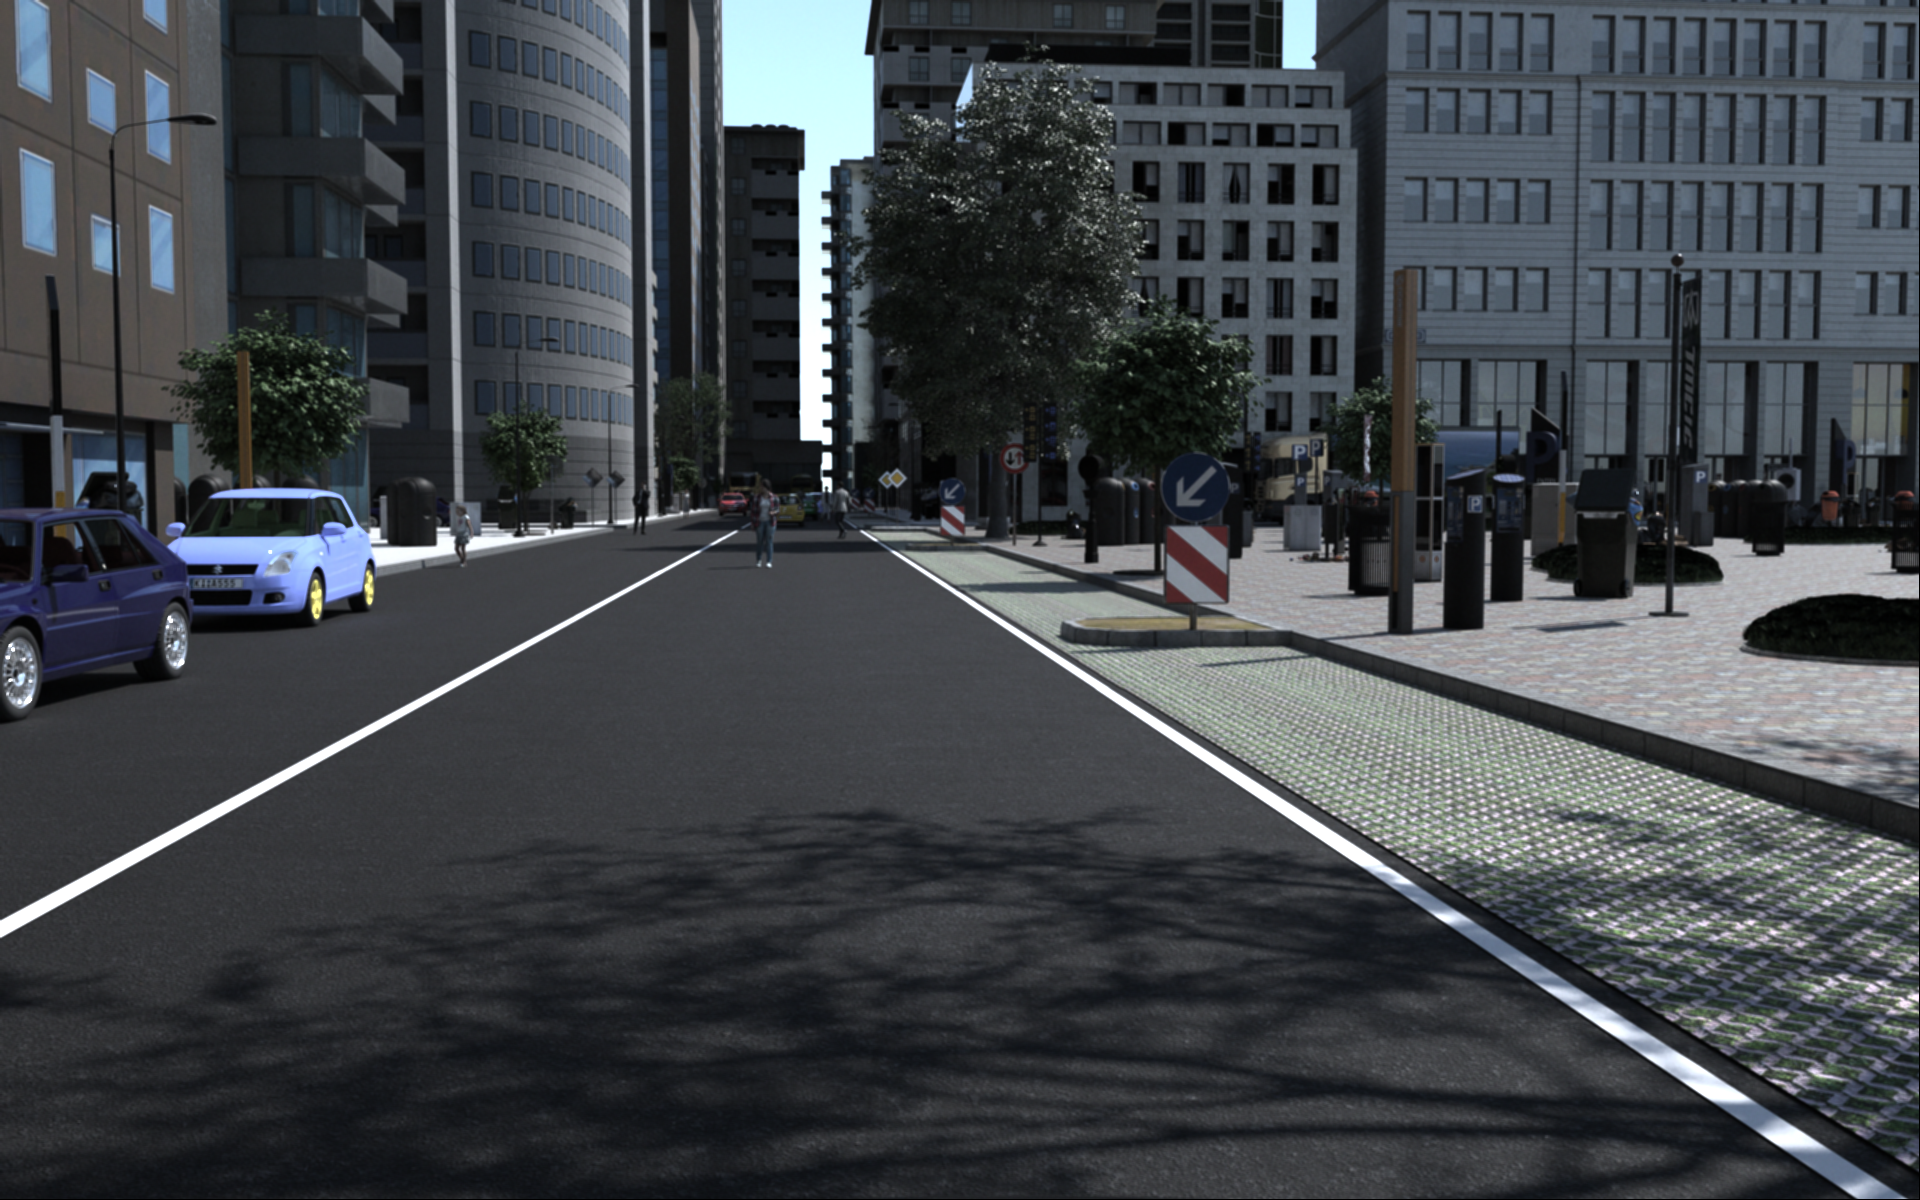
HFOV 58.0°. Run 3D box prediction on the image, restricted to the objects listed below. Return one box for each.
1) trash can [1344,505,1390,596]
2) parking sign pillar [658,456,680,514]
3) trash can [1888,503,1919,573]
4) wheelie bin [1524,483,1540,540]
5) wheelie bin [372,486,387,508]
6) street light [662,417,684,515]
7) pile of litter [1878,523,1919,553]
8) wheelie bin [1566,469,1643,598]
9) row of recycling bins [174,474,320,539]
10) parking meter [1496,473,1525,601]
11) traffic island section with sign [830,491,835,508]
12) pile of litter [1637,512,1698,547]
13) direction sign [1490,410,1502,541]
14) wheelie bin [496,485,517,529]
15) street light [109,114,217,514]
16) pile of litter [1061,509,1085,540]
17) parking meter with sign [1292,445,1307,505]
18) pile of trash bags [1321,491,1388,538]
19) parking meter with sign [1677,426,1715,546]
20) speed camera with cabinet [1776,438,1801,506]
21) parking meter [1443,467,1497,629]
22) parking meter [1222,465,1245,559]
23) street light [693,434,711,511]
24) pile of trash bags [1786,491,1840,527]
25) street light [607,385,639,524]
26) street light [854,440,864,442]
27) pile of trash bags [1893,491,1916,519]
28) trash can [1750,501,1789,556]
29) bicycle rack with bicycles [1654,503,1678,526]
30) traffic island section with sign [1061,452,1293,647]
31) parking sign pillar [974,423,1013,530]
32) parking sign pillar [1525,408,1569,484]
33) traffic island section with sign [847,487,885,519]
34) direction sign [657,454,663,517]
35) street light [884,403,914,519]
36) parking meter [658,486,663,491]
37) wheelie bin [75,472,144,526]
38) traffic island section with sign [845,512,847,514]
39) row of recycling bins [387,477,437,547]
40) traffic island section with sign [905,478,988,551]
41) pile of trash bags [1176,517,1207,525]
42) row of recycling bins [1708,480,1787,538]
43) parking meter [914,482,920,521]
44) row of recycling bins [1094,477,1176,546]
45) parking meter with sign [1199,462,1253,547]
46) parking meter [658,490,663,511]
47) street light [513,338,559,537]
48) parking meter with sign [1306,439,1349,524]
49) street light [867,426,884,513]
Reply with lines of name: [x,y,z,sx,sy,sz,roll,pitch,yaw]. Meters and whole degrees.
trash can: [5.250,-0.633,22.003,0.748,1.137,0.748,0,3,0]
parking sign pillar: [-18.811,-7.544,111.814,1.447,3.967,1.447,0,4,-2]
trash can: [15.513,-1.011,28.186,0.748,1.137,0.748,0,3,0]
wheelie bin: [16.226,-2.516,49.052,0.980,1.594,0.693,-3,4,-36]
wheelie bin: [-24.024,-3.928,72.133,0.980,1.594,0.693,3,4,39]
street light: [-17.195,-8.025,103.744,1.470,5.913,1.316,0,4,-5]
pile of litter: [21.158,-1.501,38.506,1.719,0.858,1.176,-1,4,-9]
wheelie bin: [8.060,-0.840,21.640,0.980,1.594,0.693,3,4,36]
row of recycling bins: [-15.104,-1.769,36.039,3.534,1.692,1.069,0,4,-5]
parking meter: [6.586,-0.759,20.826,0.372,1.533,0.369,0,3,0]
traffic island section with sign: [-12.173,-10.222,175.750,1.989,1.847,2.006,0,4,-5]
pile of litter: [16.894,-1.685,41.520,1.719,0.858,1.176,0,4,-2]
direction sign: [14.618,-3.368,47.057,0.379,3.537,0.876,1,4,11]
wheelie bin: [-16.491,-3.386,63.262,0.980,1.594,0.693,1,4,9]
street light: [-9.781,-2.980,21.269,1.470,5.913,1.316,0,4,-5]
pile of litter: [3.474,-2.173,49.499,1.176,0.858,1.719,0,4,3]
parking meter with sign: [11.807,-3.909,60.176,0.543,3.016,1.738,1,4,10]
pile of trash bags: [12.131,-2.616,52.518,1.912,1.369,3.447,2,4,25]
parking meter with sign: [18.376,-2.881,43.357,0.543,3.016,1.738,0,4,0]
speed camera with cabinet: [28.707,-4.111,61.554,2.038,3.252,0.660,3,5,41]
parking meter: [4.819,-0.497,16.537,0.372,1.533,0.369,0,3,0]
parking meter: [5.438,-1.759,34.478,0.399,1.863,0.255,0,4,-6]
street light: [-19.962,-9.874,133.976,1.470,5.913,1.316,0,4,-5]
pile of trash bags: [27.735,-2.872,56.705,1.912,1.369,3.447,0,4,-3]
street light: [-14.315,-6.176,73.523,1.470,5.913,1.316,0,4,-5]
street light: [-8.404,-10.800,149.128,1.470,5.913,1.316,0,4,-5]
pile of trash bags: [53.024,-5.419,98.361,1.912,1.369,3.447,1,4,13]
trash can: [16.876,-1.498,36.138,0.748,1.137,0.748,0,3,0]
bicycle rack with bicycles: [27.967,-3.209,65.857,2.852,0.926,2.925,0,4,2]
traffic island section with sign: [2.040,-0.514,17.038,1.989,1.847,2.006,0,4,-5]
parking sign pillar: [1.242,-4.515,62.285,1.447,3.967,1.447,3,5,42]
parking sign pillar: [18.125,-3.979,53.536,1.447,3.967,1.447,-2,4,-35]
traffic island section with sign: [-5.365,-5.574,99.757,1.989,1.847,2.006,0,4,-5]
direction sign: [-16.981,-6.481,97.965,0.379,3.537,0.876,0,4,-1]
street light: [-2.966,-7.102,88.655,1.470,5.913,1.316,0,4,-5]
parking meter: [-21.658,-7.323,125.435,0.399,1.863,0.255,1,4,9]
wheelie bin: [-12.168,-1.039,24.891,0.693,1.594,0.980,1,4,22]
traffic island section with sign: [-7.787,-7.231,126.856,1.989,1.847,2.006,0,4,-5]
row of recycling bins: [-13.916,-2.241,43.750,1.069,1.692,3.534,-2,4,-24]
traffic island section with sign: [-0.368,-2.156,43.886,1.989,1.847,2.006,0,4,-5]
pile of trash bags: [5.962,-2.481,50.309,3.447,1.369,1.912,0,4,-3]
row of recycling bins: [23.133,-2.690,51.100,1.069,1.692,3.534,0,4,-8]
parking meter: [-2.055,-4.721,82.901,0.255,1.863,0.399,1,4,9]
row of recycling bins: [4.413,-2.272,44.263,1.069,1.692,3.534,2,4,35]
parking meter with sign: [6.277,-2.756,41.316,1.738,3.016,0.543,-3,5,-42]
parking meter: [-19.857,-6.508,114.817,0.372,1.533,0.369,0,3,0]
street light: [-12.598,-4.829,51.496,1.470,5.913,1.316,0,4,-5]
parking meter with sign: [12.039,-3.622,55.488,1.738,3.016,0.543,-2,4,-31]
street light: [-5.648,-8.951,118.895,1.470,5.913,1.316,0,4,-5]
